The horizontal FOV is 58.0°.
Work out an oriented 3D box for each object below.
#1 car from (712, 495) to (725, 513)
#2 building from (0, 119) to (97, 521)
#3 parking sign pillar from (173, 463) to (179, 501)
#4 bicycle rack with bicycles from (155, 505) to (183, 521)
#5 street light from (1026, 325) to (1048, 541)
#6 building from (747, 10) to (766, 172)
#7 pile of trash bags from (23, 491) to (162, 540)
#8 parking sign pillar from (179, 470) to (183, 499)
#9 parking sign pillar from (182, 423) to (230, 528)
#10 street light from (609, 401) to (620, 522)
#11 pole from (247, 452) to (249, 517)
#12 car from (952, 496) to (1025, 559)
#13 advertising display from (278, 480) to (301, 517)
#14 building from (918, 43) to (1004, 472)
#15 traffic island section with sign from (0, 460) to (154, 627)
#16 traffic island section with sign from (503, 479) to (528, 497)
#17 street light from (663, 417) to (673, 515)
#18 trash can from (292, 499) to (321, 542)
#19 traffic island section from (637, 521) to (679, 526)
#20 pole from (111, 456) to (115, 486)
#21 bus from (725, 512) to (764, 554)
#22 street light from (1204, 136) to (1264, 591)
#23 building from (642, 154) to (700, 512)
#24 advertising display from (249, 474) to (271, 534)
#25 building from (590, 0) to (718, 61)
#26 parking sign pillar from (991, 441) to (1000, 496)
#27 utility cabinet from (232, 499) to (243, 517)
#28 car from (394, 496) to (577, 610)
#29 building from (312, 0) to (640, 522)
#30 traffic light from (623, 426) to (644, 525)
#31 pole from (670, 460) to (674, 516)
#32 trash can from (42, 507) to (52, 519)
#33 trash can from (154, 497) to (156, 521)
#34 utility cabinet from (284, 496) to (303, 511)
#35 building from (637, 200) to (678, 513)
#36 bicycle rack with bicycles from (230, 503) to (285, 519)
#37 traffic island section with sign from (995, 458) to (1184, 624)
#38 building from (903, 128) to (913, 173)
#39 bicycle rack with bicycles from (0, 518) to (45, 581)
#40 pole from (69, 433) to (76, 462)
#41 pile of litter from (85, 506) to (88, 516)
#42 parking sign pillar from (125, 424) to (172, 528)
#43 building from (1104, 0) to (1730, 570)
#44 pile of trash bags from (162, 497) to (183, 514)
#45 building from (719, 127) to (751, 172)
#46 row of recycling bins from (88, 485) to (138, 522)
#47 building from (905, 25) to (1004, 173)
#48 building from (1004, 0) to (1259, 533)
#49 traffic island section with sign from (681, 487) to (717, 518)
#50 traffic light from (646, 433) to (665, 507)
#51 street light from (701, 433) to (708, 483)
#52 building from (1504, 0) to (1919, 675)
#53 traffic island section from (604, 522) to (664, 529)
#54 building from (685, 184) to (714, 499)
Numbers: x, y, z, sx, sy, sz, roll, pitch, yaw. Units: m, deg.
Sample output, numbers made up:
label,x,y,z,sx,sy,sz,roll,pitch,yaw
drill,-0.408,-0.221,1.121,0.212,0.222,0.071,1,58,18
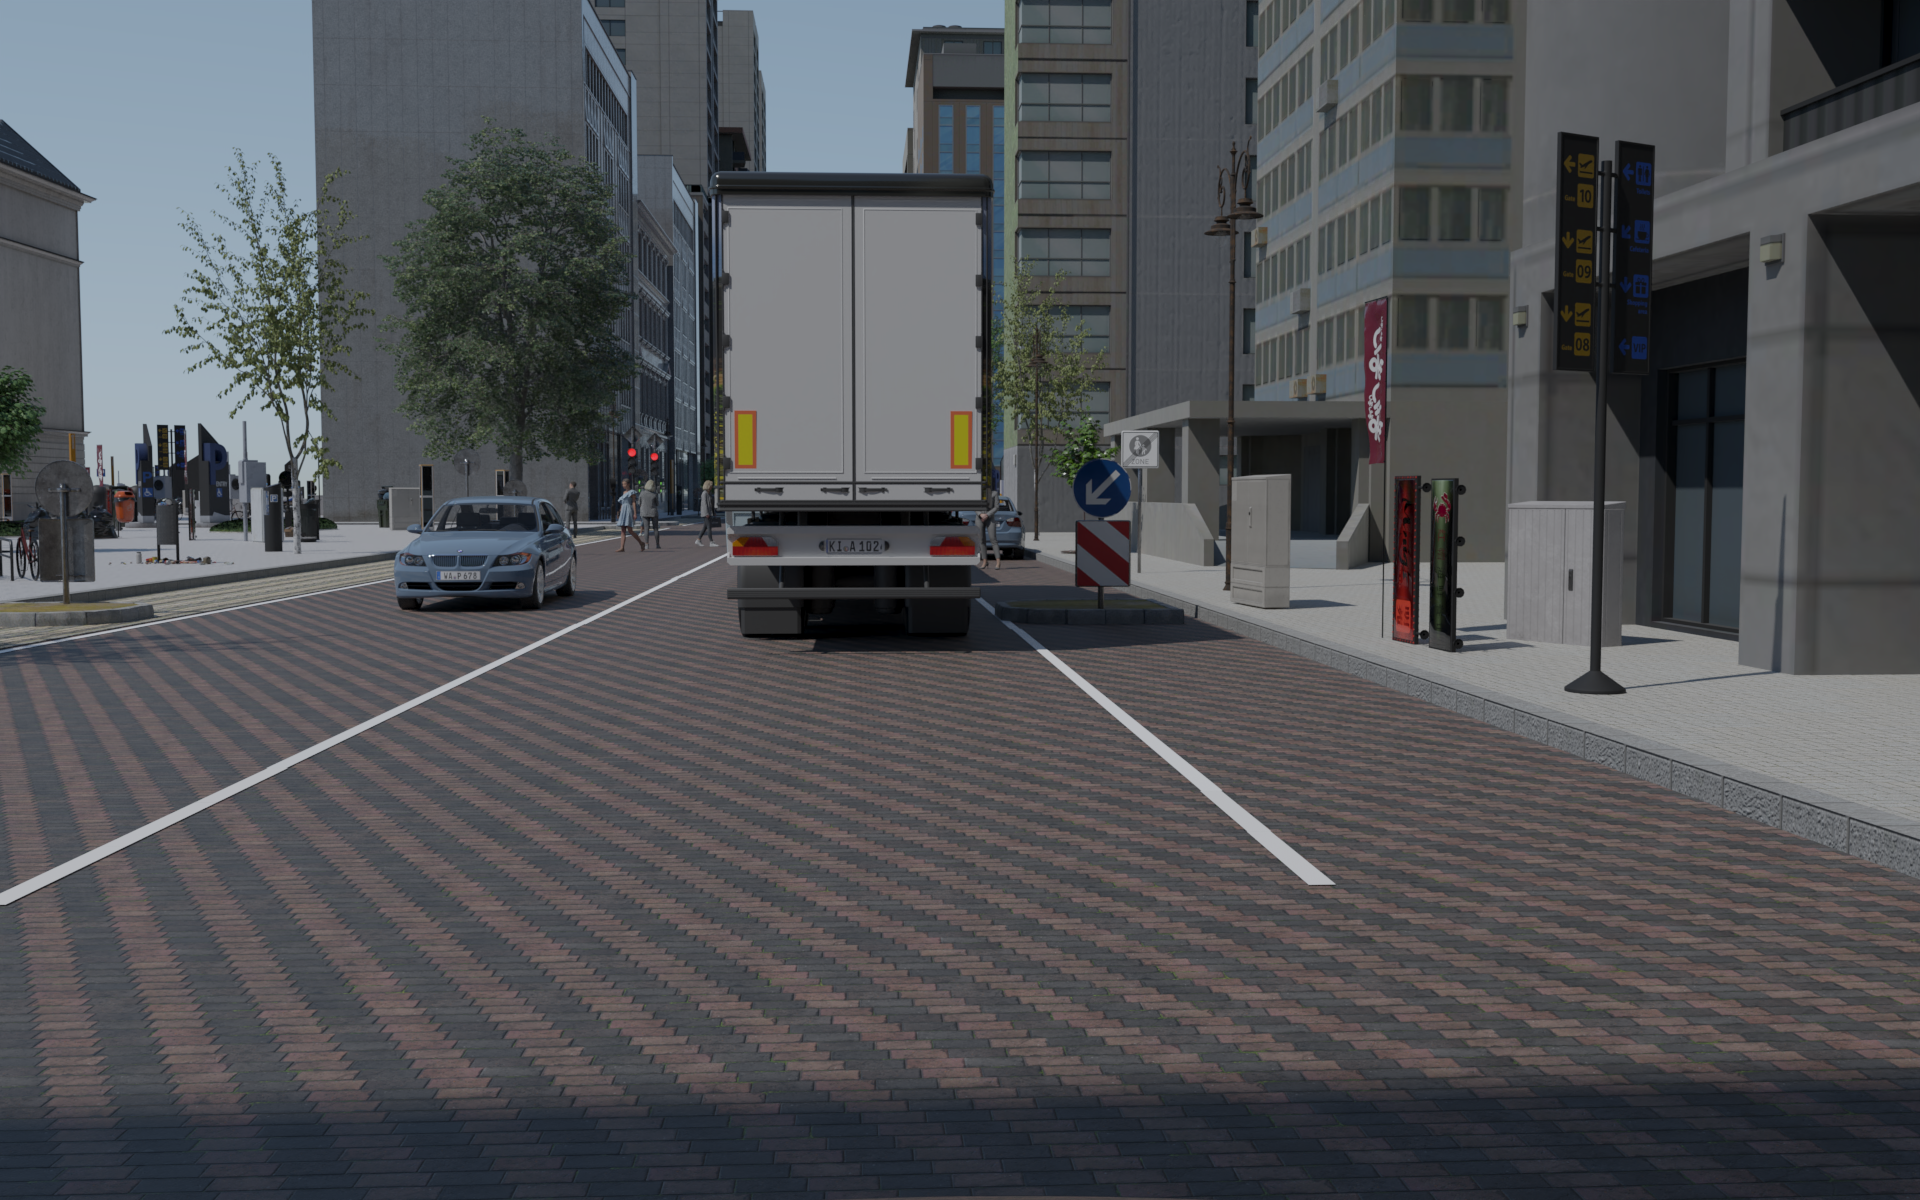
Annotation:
label,x,y,z,sx,sy,sz,roll,pitch,yaw
car,-15.951,-6.333,115.548,2.014,1.417,4.499,0,4,-5
building,-53.142,-13.330,82.577,19.286,19.102,10.561,0,4,-3
parking sign pillar,-54.127,-8.020,119.592,1.447,3.967,1.447,2,4,27
bicycle rack with bicycles,-39.181,-4.269,83.184,2.925,0.926,2.852,3,4,36
street light,2.098,-4.565,47.420,0.468,5.910,1.993,0,4,-3
building,-38.445,-50.361,261.648,20.563,71.187,20.611,0,4,-3
pile of trash bags,-25.111,-2.453,49.851,1.912,1.369,3.447,1,4,17
parking sign pillar,-45.885,-7.072,104.094,1.447,3.967,1.447,-1,4,-18
parking sign pillar,-28.605,-4.768,66.425,1.447,3.967,1.447,1,4,11
street light,-15.927,-6.538,79.686,0.468,5.910,1.993,0,4,-3
pole,-34.624,-5.514,84.002,0.158,3.312,0.155,0,3,0
car,0.469,-1.673,39.349,2.014,1.417,4.499,0,4,-3
advertising display,-30.634,-4.523,79.168,0.974,1.923,0.123,0,4,-4
building,2.956,-32.047,174.072,14.600,45.320,14.200,0,4,-3
traffic island section with sign,-10.287,-0.663,19.472,1.989,1.847,2.006,0,4,-3
traffic island section with sign,-11.943,-2.309,46.378,1.989,1.847,2.006,0,4,-3
street light,-17.563,-8.039,104.223,0.468,5.910,1.993,0,4,-3
trash can,-17.378,-2.107,46.095,0.748,1.137,0.748,0,3,0
traffic island section,-13.952,-3.489,79.321,2.009,0.180,2.903,0,4,-3
pole,-45.607,-6.080,93.257,0.158,3.312,0.155,0,3,0
bus,-2.647,-2.343,33.166,2.948,3.499,13.247,0,4,-3
street light,3.586,-3.063,22.869,0.468,5.910,1.993,0,4,-3
building,-26.581,-19.109,130.456,12.078,24.808,19.932,0,4,-3
advertising display,-22.283,-3.053,55.130,0.974,1.923,0.123,2,4,31
building,-32.961,-45.148,176.421,20.563,71.187,20.611,0,4,-3
parking sign pillar,1.399,-6.003,86.618,1.447,3.967,1.447,0,4,1
utility cabinet,-40.638,-5.279,97.467,1.020,1.237,0.306,-1,4,-13
car,-6.207,-0.676,23.063,2.014,1.417,4.499,0,4,-4
building,-23.776,-16.563,88.830,12.078,24.808,19.932,0,4,-3
traffic light,-13.422,-5.034,71.219,0.839,4.253,0.868,0,4,-3
pole,-17.137,-6.676,103.004,0.158,3.312,0.155,0,3,0
trash can,-40.998,-4.060,78.033,0.748,1.137,0.748,0,3,0
trash can,-36.772,-4.080,78.368,0.748,1.137,0.748,0,3,0
utility cabinet,-34.917,-4.870,90.784,1.020,1.237,0.306,1,4,21
building,-24.677,-16.734,109.757,11.583,22.565,21.152,0,4,-3
bicycle rack with bicycles,-28.238,-3.428,69.425,2.925,0.926,2.852,0,4,8
traffic island section with sign,1.428,-0.697,20.020,1.989,1.847,2.006,0,4,-3
building,3.705,-36.435,219.414,21.300,48.544,21.600,0,4,-3
bicycle rack with bicycles,-15.165,-0.769,25.949,2.852,0.926,2.925,-2,4,-32
pole,-29.838,-3.942,58.289,0.158,3.312,0.155,0,3,0
pile of litter,-41.743,-4.259,83.596,1.176,0.858,1.719,1,4,20
parking sign pillar,-30.967,-4.729,65.787,1.447,3.967,1.447,-2,4,-33
building,19.977,-21.131,37.380,32.217,40.220,23.993,0,4,-3
pile of trash bags,-51.296,-6.192,110.996,3.447,1.369,1.912,1,4,12
building,-35.659,-33.481,202.034,22.147,44.769,28.867,0,4,-3
row of recycling bins,-38.411,-4.393,78.933,1.069,1.692,3.534,1,4,11
building,8.591,-37.052,195.037,28.713,52.752,27.495,0,4,-3
building,8.487,-23.247,63.686,14.154,41.232,14.086,0,4,-3
traffic island section with sign,-15.353,-5.707,101.938,1.989,1.847,2.006,0,4,-3
traffic light,-13.911,-5.521,79.189,0.839,4.253,0.868,0,4,-3
street light,-18.988,-9.526,128.535,0.468,5.910,1.993,0,4,-3
building,16.377,-34.719,5.913,20.563,71.187,20.611,0,4,-3
traffic island section,-13.462,-3.001,71.351,2.009,0.180,2.903,0,4,-3
building,-29.655,-23.780,160.507,14.160,30.474,14.107,0,4,-3
